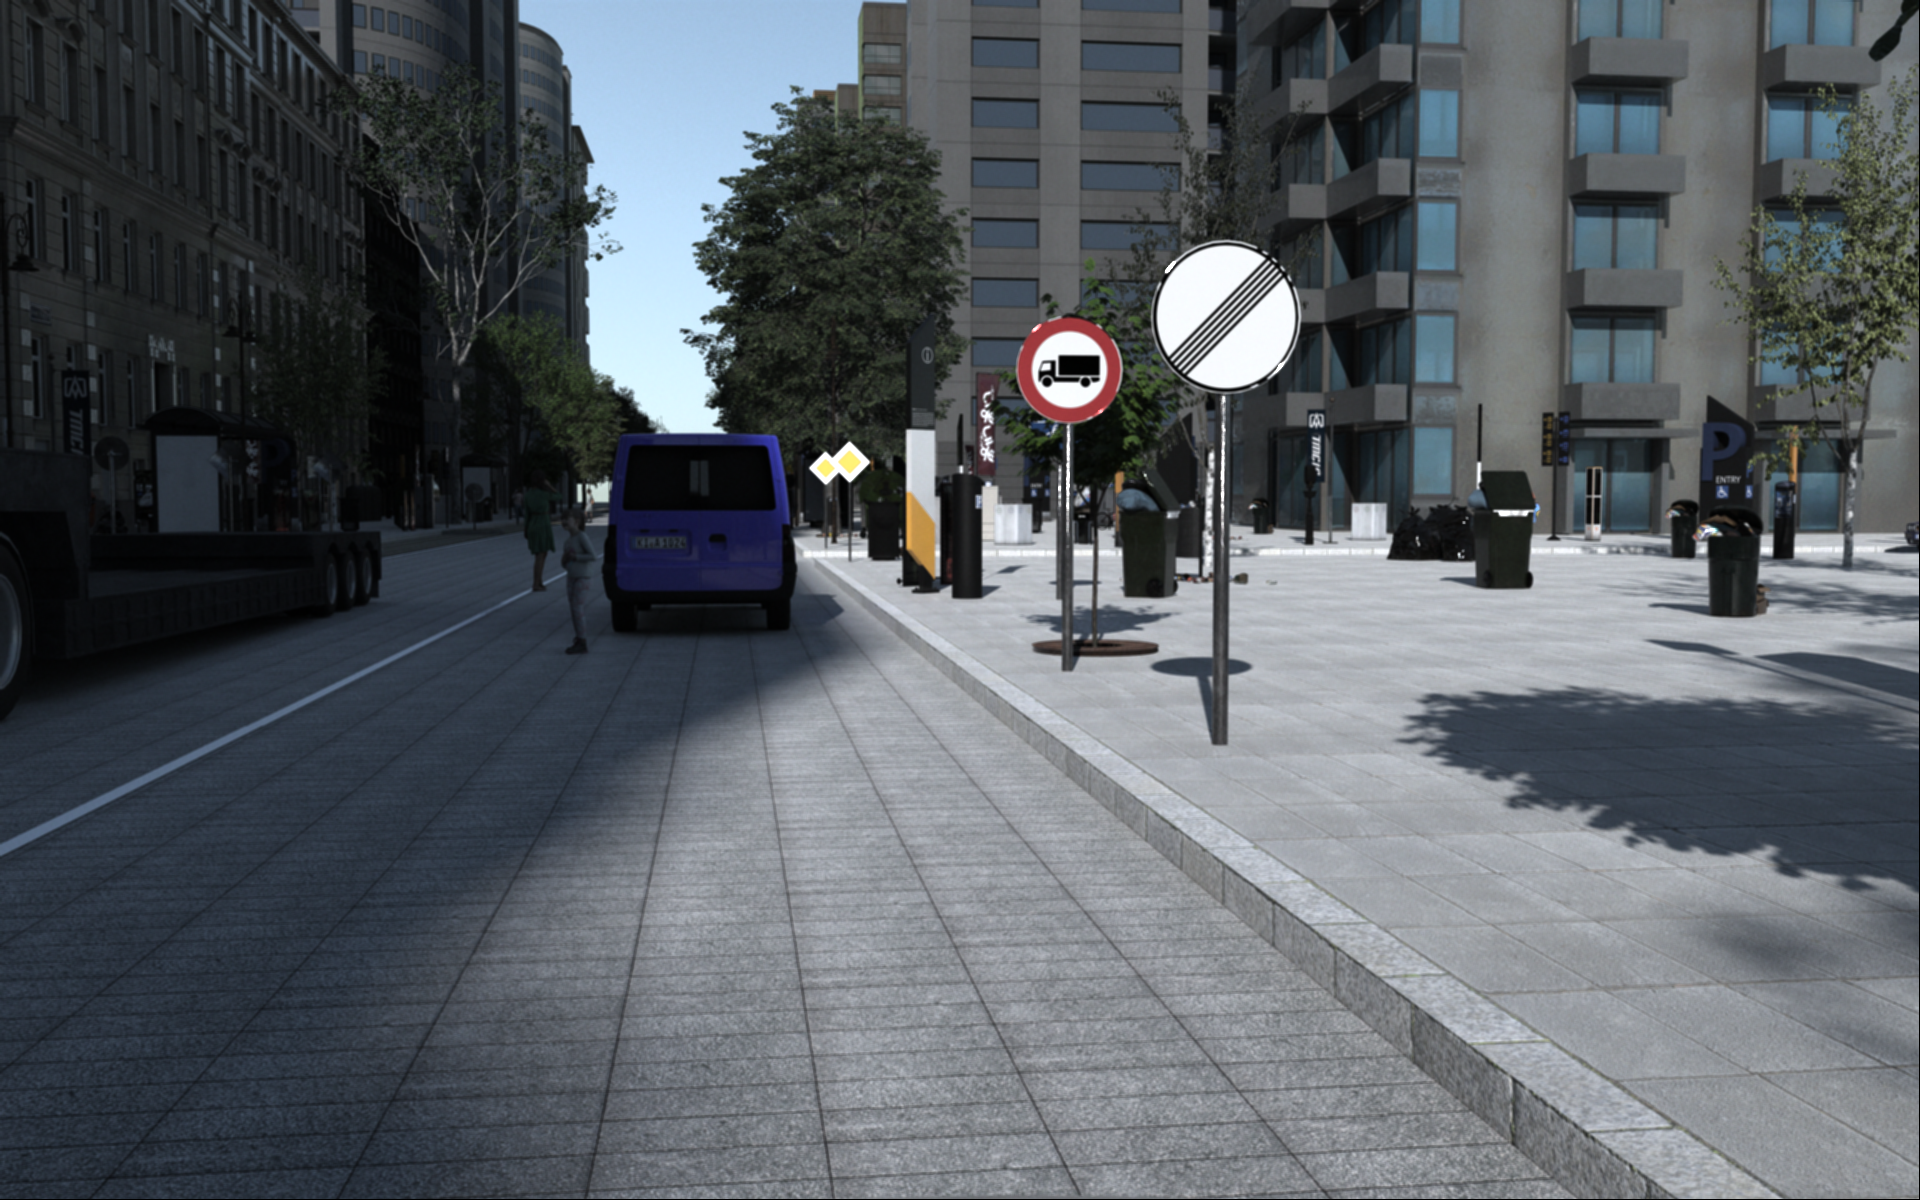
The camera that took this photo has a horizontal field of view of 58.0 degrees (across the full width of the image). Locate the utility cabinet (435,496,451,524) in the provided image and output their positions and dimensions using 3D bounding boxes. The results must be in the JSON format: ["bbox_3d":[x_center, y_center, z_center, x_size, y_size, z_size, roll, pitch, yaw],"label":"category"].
[{"bbox_3d":[-21.953,-3.849,74.090,1.020,1.237,0.306,-2,4,-24],"label":"utility cabinet"}]

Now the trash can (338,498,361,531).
[{"bbox_3d":[-20.812,-2.900,59.067,0.748,1.137,0.748,0,3,0],"label":"trash can"}]

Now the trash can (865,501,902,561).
[{"bbox_3d":[-1.475,-1.335,33.485,0.748,1.137,0.748,0,3,0],"label":"trash can"}]

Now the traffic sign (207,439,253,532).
[{"bbox_3d":[-13.188,-1.694,31.339,0.795,2.450,0.064,0,4,-8],"label":"traffic sign"}]

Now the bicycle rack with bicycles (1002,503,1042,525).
[{"bbox_3d":[2.312,-3.551,71.439,2.852,0.926,2.925,0,4,6],"label":"bicycle rack with bicycles"}]

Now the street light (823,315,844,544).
[{"bbox_3d":[-3.268,-4.406,44.819,0.468,5.910,1.993,0,4,-8],"label":"street light"}]

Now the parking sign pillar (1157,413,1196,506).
[{"bbox_3d":[7.222,-4.244,57.869,1.447,3.967,1.447,3,4,39],"label":"parking sign pillar"}]

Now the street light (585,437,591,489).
[{"bbox_3d":[-29.706,-10.148,138.708,0.468,5.910,1.993,0,4,-8],"label":"street light"}]

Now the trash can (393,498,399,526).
[{"bbox_3d":[-22.383,-3.536,69.467,0.748,1.137,0.748,0,3,0],"label":"trash can"}]

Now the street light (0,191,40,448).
[{"bbox_3d":[-14.638,-3.294,26.640,0.468,5.910,1.993,0,4,-8],"label":"street light"}]

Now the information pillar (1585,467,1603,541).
[{"bbox_3d":[17.286,-2.616,47.258,0.304,2.012,0.304,-1,4,-20],"label":"information pillar"}]

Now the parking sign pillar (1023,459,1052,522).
[{"bbox_3d":[3.587,-5.660,81.017,1.447,3.967,1.447,3,5,42],"label":"parking sign pillar"}]

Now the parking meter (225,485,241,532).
[{"bbox_3d":[-19.548,-2.336,46.603,0.372,1.533,0.369,0,3,0],"label":"parking meter"}]

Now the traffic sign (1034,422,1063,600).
[{"bbox_3d":[1.212,-1.276,20.974,0.768,2.556,0.104,0,4,1],"label":"traffic sign"}]

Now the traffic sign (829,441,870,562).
[{"bbox_3d":[-2.090,-1.784,32.806,0.795,2.450,0.064,0,4,-8],"label":"traffic sign"}]

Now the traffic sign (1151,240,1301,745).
[{"bbox_3d":[1.332,-0.532,8.800,0.768,2.556,0.104,0,4,-6],"label":"traffic sign"}]

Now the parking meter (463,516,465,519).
[{"bbox_3d":[-25.891,-4.984,89.903,0.372,1.533,0.369,0,3,0],"label":"parking meter"}]

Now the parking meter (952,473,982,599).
[{"bbox_3d":[0.087,-0.790,21.328,0.372,1.533,0.369,0,3,0],"label":"parking meter"}]

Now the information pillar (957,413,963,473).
[{"bbox_3d":[0.004,-3.623,50.594,0.183,3.616,0.504,-1,4,-10],"label":"information pillar"}]

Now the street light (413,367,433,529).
[{"bbox_3d":[-19.580,-5.533,63.249,0.468,5.910,1.993,0,4,-8],"label":"street light"}]

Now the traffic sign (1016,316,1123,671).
[{"bbox_3d":[0.779,-0.757,12.483,0.768,2.556,0.104,0,4,-5],"label":"traffic sign"}]

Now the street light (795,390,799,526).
[{"bbox_3d":[-6.475,-5.854,68.495,0.468,5.910,1.993,0,4,-8],"label":"street light"}]

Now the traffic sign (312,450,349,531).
[{"bbox_3d":[-14.253,-2.178,39.253,0.795,2.450,0.064,0,4,-8],"label":"traffic sign"}]

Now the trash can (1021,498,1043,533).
[{"bbox_3d":[2.364,-2.767,56.900,0.748,1.137,0.748,0,3,0],"label":"trash can"}]

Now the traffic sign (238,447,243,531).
[{"bbox_3d":[-19.622,-2.879,47.180,0.768,2.556,0.104,0,4,2],"label":"traffic sign"}]

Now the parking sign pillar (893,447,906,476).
[{"bbox_3d":[-1.941,-4.695,65.243,1.447,3.967,1.447,3,5,44],"label":"parking sign pillar"}]

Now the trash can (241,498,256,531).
[{"bbox_3d":[-23.335,-2.738,56.418,0.748,1.137,0.748,0,3,0],"label":"trash can"}]

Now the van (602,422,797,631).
[{"bbox_3d":[-2.934,-0.944,19.812,2.240,2.365,5.245,0,4,-8],"label":"van"}]

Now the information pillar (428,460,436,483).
[{"bbox_3d":[-32.591,-7.068,106.915,0.504,3.616,0.183,1,4,13],"label":"information pillar"}]

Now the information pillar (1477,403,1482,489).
[{"bbox_3d":[13.494,-3.284,45.047,0.183,3.616,0.504,1,4,15],"label":"information pillar"}]

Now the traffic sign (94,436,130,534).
[{"bbox_3d":[-18.605,-2.319,38.019,0.768,2.556,0.104,0,4,-4],"label":"traffic sign"}]

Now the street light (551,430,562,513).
[{"bbox_3d":[-25.866,-8.420,110.451,0.468,5.910,1.993,0,4,-8],"label":"street light"}]

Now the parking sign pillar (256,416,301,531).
[{"bbox_3d":[-23.453,-4.343,59.484,1.447,3.967,1.447,1,4,11],"label":"parking sign pillar"}]

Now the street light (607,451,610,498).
[{"bbox_3d":[-32.786,-11.565,161.873,0.468,5.910,1.993,0,4,-8],"label":"street light"}]

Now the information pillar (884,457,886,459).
[{"bbox_3d":[-4.824,-7.264,110.126,0.183,3.616,0.504,1,4,14],"label":"information pillar"}]

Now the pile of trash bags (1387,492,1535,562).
[{"bbox_3d":[10.166,-1.495,34.192,3.447,1.369,1.912,-2,4,-35],"label":"pile of trash bags"}]

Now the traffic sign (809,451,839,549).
[{"bbox_3d":[-3.155,-2.268,40.720,0.795,2.450,0.064,0,4,-8],"label":"traffic sign"}]

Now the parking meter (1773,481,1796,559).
[{"bbox_3d":[16.296,-1.579,34.235,0.372,1.533,0.369,0,3,0],"label":"parking meter"}]

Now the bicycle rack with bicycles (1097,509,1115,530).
[{"bbox_3d":[6.661,-2.995,62.356,2.925,0.926,2.852,2,4,35],"label":"bicycle rack with bicycles"}]

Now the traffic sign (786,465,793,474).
[{"bbox_3d":[-11.910,-7.309,113.368,2.265,3.308,0.079,0,4,1],"label":"traffic sign"}]

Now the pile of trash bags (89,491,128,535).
[{"bbox_3d":[-20.953,-1.942,41.509,1.912,1.369,3.447,-2,4,-26],"label":"pile of trash bags"}]

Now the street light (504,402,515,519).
[{"bbox_3d":[-22.712,-7.004,87.297,0.468,5.910,1.993,0,4,-8],"label":"street light"}]

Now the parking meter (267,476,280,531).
[{"bbox_3d":[-22.853,-3.180,57.701,0.255,1.863,0.399,1,4,11],"label":"parking meter"}]

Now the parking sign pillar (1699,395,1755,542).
[{"bbox_3d":[20.738,-3.570,46.846,1.447,3.967,1.447,-3,4,-37],"label":"parking sign pillar"}]

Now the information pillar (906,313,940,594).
[{"bbox_3d":[-0.497,-1.895,22.335,0.183,3.616,0.504,3,5,40],"label":"information pillar"}]

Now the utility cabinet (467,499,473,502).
[{"bbox_3d":[-23.430,-4.395,83.020,0.306,1.237,1.020,-1,4,-12],"label":"utility cabinet"}]

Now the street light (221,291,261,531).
[{"bbox_3d":[-16.357,-4.082,39.529,0.468,5.910,1.993,0,4,-8],"label":"street light"}]

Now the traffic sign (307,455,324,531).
[{"bbox_3d":[-16.746,-2.642,45.321,0.606,2.300,0.079,0,4,-6],"label":"traffic sign"}]

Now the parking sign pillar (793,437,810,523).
[{"bbox_3d":[-7.114,-5.424,77.148,1.447,3.967,1.447,-1,4,-15],"label":"parking sign pillar"}]
